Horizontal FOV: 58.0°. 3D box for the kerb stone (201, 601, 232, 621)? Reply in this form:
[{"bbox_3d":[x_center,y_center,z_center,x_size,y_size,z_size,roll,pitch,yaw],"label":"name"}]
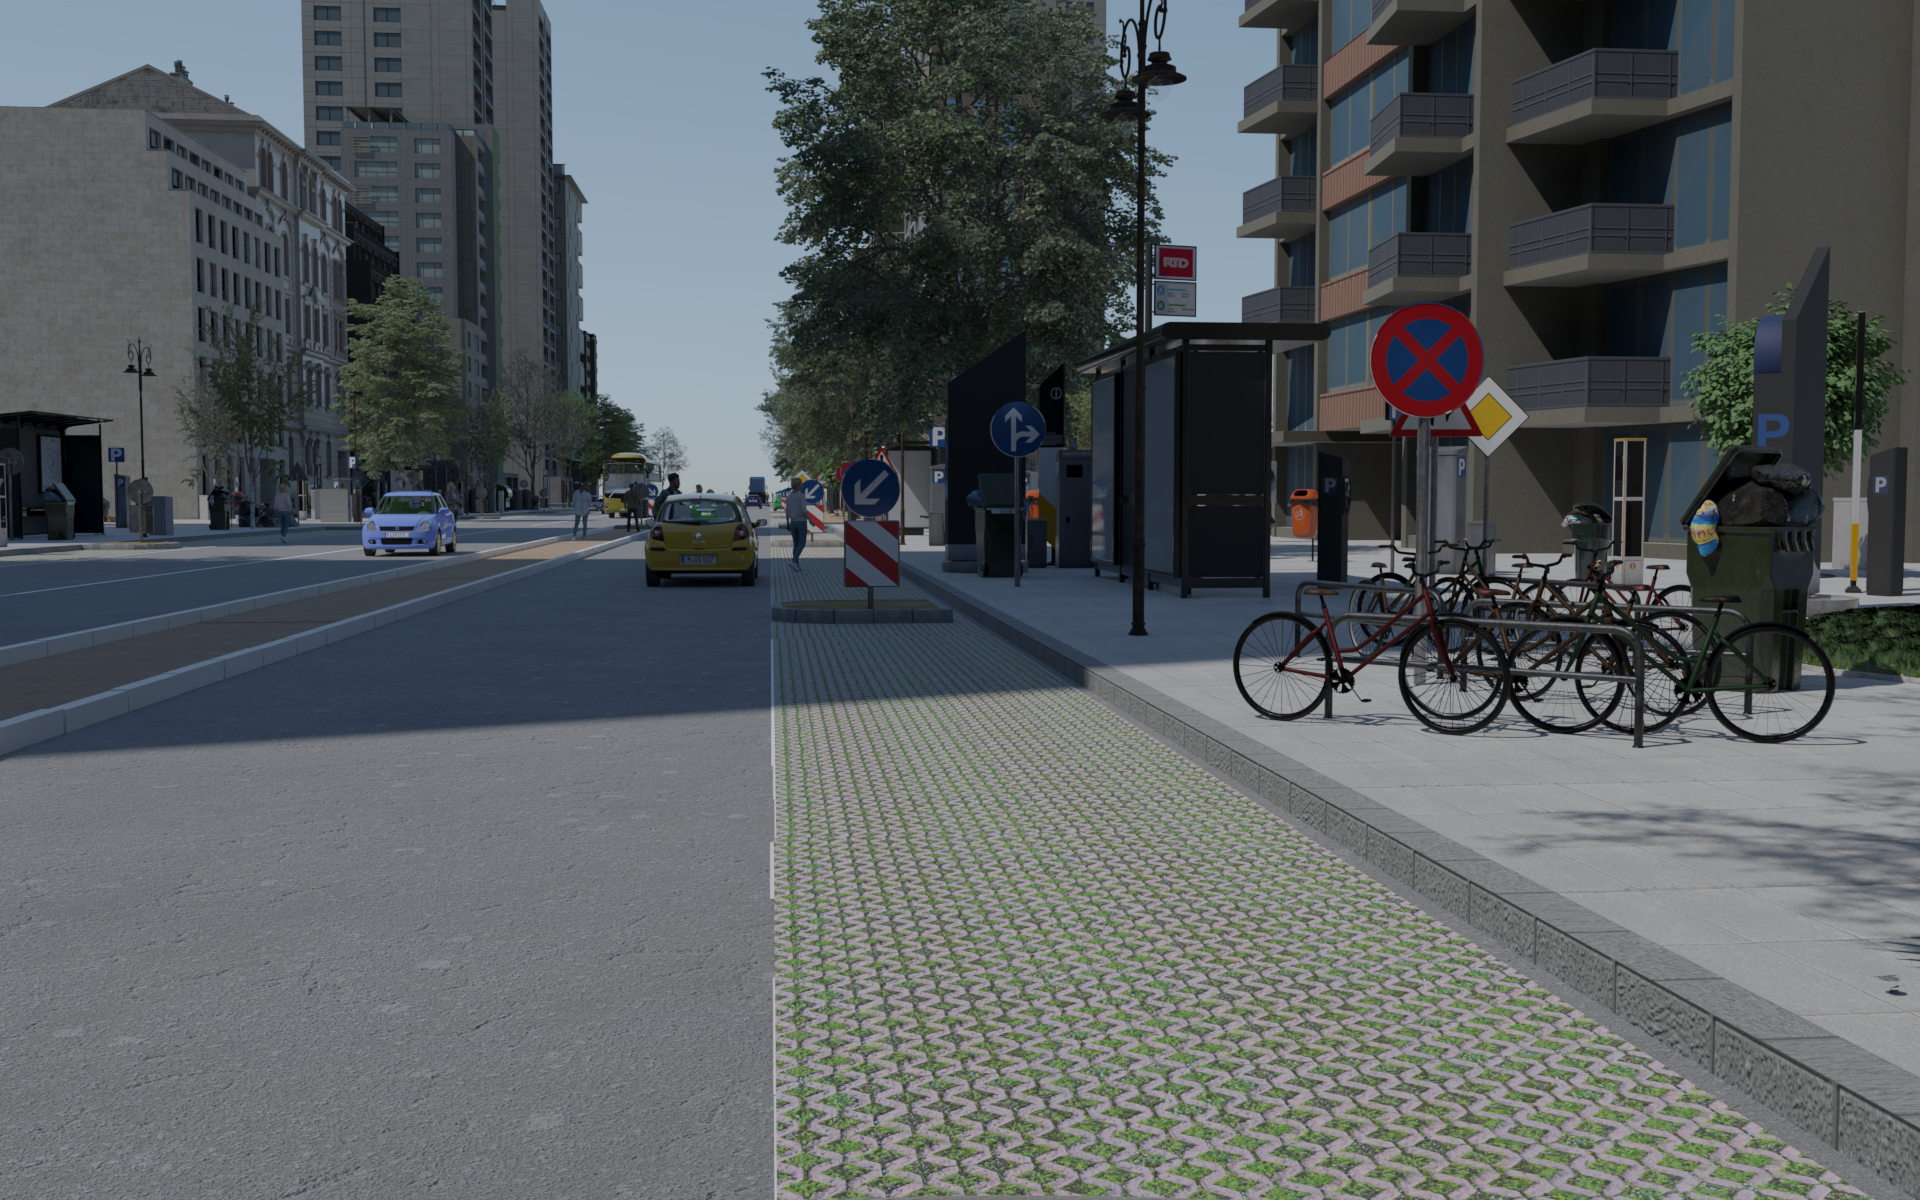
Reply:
[{"bbox_3d":[-8.561,0.152,19.772,0.120,0.150,1.000,0,4,-6],"label":"kerb stone"}]

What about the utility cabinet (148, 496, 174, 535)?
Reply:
[{"bbox_3d":[-25.009,-2.633,54.209,1.020,1.237,0.306,3,4,37],"label":"utility cabinet"}]

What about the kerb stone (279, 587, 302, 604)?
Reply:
[{"bbox_3d":[-8.904,-0.039,22.825,0.120,0.150,1.000,0,4,-6],"label":"kerb stone"}]

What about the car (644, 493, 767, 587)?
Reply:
[{"bbox_3d":[-4.173,-1.107,28.329,2.015,1.641,3.980,0,4,-6],"label":"car"}]

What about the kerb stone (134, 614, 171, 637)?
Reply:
[{"bbox_3d":[-8.339,0.274,17.722,0.120,0.150,1.000,0,4,-6],"label":"kerb stone"}]

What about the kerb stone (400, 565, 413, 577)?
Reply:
[{"bbox_3d":[-9.674,-0.475,29.966,0.120,0.150,1.000,0,4,-6],"label":"kerb stone"}]

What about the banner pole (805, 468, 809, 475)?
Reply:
[{"bbox_3d":[-13.040,-9.667,148.064,0.401,3.779,0.863,-3,4,-39],"label":"banner pole"}]

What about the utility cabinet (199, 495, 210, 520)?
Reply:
[{"bbox_3d":[-37.652,-4.612,86.563,1.020,1.237,0.306,3,5,45],"label":"utility cabinet"}]

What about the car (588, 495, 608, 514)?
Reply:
[{"bbox_3d":[-26.146,-6.824,124.145,1.945,1.354,3.894,0,4,-4],"label":"car"}]

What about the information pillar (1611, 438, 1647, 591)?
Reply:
[{"bbox_3d":[8.851,-1.127,22.925,0.304,2.012,0.304,0,4,-6],"label":"information pillar"}]

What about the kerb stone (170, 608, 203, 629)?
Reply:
[{"bbox_3d":[-8.451,0.213,18.748,0.120,0.150,1.000,0,4,-6],"label":"kerb stone"}]

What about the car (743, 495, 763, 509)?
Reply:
[{"bbox_3d":[-20.107,-9.514,168.129,1.945,1.354,3.894,0,4,-8],"label":"car"}]

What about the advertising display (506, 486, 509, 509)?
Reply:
[{"bbox_3d":[-34.731,-7.797,132.696,0.123,1.923,0.974,-2,4,-27],"label":"advertising display"}]

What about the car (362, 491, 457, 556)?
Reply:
[{"bbox_3d":[-13.068,-1.932,41.185,1.945,1.707,3.694,0,4,-8],"label":"car"}]

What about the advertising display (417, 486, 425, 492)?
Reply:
[{"bbox_3d":[-46.857,-8.860,150.069,0.974,1.923,0.123,-2,4,-35],"label":"advertising display"}]

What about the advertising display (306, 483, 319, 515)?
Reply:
[{"bbox_3d":[-39.502,-6.144,105.662,0.123,1.923,0.974,1,4,20],"label":"advertising display"}]

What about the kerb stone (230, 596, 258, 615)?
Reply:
[{"bbox_3d":[-8.675,0.086,20.793,0.120,0.150,1.000,0,4,-6],"label":"kerb stone"}]

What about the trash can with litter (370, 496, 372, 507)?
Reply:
[{"bbox_3d":[-42.034,-6.974,125.084,2.233,1.210,1.678,1,4,14],"label":"trash can with litter"}]

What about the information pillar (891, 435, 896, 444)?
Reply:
[{"bbox_3d":[-2.461,-4.483,64.653,0.183,3.616,0.504,1,4,16],"label":"information pillar"}]

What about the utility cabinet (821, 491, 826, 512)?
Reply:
[{"bbox_3d":[-9.625,-6.931,122.005,0.318,1.500,1.173,-1,4,-9],"label":"utility cabinet"}]

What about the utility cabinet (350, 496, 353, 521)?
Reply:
[{"bbox_3d":[-29.030,-4.348,82.250,0.306,1.237,1.020,-1,4,-15],"label":"utility cabinet"}]

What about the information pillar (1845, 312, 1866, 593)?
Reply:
[{"bbox_3d":[11.673,-1.907,22.532,0.183,3.616,0.504,2,4,26],"label":"information pillar"}]

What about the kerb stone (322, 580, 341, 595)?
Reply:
[{"bbox_3d":[-9.115,-0.163,24.862,0.120,0.150,1.000,0,4,-6],"label":"kerb stone"}]

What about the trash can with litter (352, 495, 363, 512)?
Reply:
[{"bbox_3d":[-36.241,-5.621,102.956,1.678,1.210,2.233,-1,4,-12],"label":"trash can with litter"}]

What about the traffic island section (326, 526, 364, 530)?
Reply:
[{"bbox_3d":[-24.131,-2.901,69.712,2.009,0.180,2.903,0,4,-6],"label":"traffic island section"}]

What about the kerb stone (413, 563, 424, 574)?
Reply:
[{"bbox_3d":[-9.791,-0.537,30.983,0.120,0.150,1.000,0,4,-6],"label":"kerb stone"}]

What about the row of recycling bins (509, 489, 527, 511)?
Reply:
[{"bbox_3d":[-35.879,-7.853,135.512,3.534,1.692,1.069,1,4,20],"label":"row of recycling bins"}]

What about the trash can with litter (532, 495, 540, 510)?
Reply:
[{"bbox_3d":[-35.556,-8.151,144.655,0.624,1.170,1.055,-1,4,-19],"label":"trash can with litter"}]

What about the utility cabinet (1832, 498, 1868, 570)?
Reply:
[{"bbox_3d":[15.317,-1.121,29.488,0.306,1.237,1.020,-1,4,-9],"label":"utility cabinet"}]

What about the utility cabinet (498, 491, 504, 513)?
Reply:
[{"bbox_3d":[-31.302,-6.691,118.083,0.318,1.500,1.173,-1,4,-13],"label":"utility cabinet"}]

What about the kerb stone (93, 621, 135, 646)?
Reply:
[{"bbox_3d":[-8.226,0.336,16.705,0.120,0.150,1.000,0,4,-6],"label":"kerb stone"}]

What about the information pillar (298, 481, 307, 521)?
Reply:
[{"bbox_3d":[-31.858,-4.854,83.861,0.304,2.012,0.304,0,4,5],"label":"information pillar"}]

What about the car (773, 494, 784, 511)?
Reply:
[{"bbox_3d":[-14.552,-8.246,143.614,1.959,1.807,4.718,0,4,-5],"label":"car"}]

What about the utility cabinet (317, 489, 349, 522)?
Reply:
[{"bbox_3d":[-28.312,-4.262,78.363,1.173,1.500,0.318,-1,4,-17],"label":"utility cabinet"}]

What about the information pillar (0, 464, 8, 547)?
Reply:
[{"bbox_3d":[-23.184,-2.275,41.688,0.304,2.012,0.304,0,4,1],"label":"information pillar"}]

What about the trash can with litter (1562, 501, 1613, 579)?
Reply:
[{"bbox_3d":[9.647,-0.905,26.182,1.055,1.170,0.624,-3,4,-36],"label":"trash can with litter"}]

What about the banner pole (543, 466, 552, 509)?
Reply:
[{"bbox_3d":[-36.150,-9.886,151.654,0.863,3.779,0.401,-3,5,-40],"label":"banner pole"}]

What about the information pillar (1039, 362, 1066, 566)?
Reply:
[{"bbox_3d":[1.656,-2.417,30.879,0.504,3.616,0.183,1,4,22],"label":"information pillar"}]

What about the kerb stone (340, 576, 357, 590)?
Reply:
[{"bbox_3d":[-9.232,-0.225,25.880,0.120,0.150,1.000,0,4,-6],"label":"kerb stone"}]

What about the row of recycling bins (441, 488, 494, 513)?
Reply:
[{"bbox_3d":[-32.884,-6.639,115.658,3.534,1.692,1.069,-3,4,-38],"label":"row of recycling bins"}]

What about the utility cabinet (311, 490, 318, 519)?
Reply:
[{"bbox_3d":[-32.641,-4.835,87.731,0.318,1.500,1.173,-2,4,-29],"label":"utility cabinet"}]

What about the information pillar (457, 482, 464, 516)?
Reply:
[{"bbox_3d":[-29.683,-6.017,102.869,0.304,2.012,0.304,0,4,-3],"label":"information pillar"}]

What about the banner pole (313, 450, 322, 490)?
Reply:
[{"bbox_3d":[-36.905,-6.694,99.467,0.401,3.779,0.863,1,4,17],"label":"banner pole"}]

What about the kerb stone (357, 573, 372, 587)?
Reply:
[{"bbox_3d":[-9.347,-0.285,26.896,0.120,0.150,1.000,0,4,-6],"label":"kerb stone"}]

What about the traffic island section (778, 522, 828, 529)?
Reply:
[{"bbox_3d":[-6.494,-3.018,71.629,2.009,0.180,2.903,0,4,-6],"label":"traffic island section"}]

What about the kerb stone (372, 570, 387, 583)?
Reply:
[{"bbox_3d":[-9.449,-0.350,27.914,0.120,0.150,1.000,0,4,-6],"label":"kerb stone"}]

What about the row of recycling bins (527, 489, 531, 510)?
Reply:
[{"bbox_3d":[-35.831,-8.059,138.870,1.069,1.692,3.534,2,4,29],"label":"row of recycling bins"}]

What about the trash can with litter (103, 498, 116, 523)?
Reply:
[{"bbox_3d":[-38.387,-4.074,78.004,1.055,1.170,0.624,1,4,18],"label":"trash can with litter"}]

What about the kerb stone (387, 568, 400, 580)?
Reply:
[{"bbox_3d":[-9.569,-0.410,28.940,0.120,0.150,1.000,0,4,-6],"label":"kerb stone"}]

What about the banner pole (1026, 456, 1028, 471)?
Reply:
[{"bbox_3d":[2.840,-5.586,81.346,0.863,3.779,0.401,-2,4,-23],"label":"banner pole"}]

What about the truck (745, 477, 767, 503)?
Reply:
[{"bbox_3d":[-30.868,-16.638,261.793,2.967,4.110,18.799,0,4,-4],"label":"truck"}]

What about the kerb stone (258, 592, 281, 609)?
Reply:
[{"bbox_3d":[-8.784,0.024,21.809,0.120,0.150,1.000,0,4,-6],"label":"kerb stone"}]

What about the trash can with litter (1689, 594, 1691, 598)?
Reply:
[{"bbox_3d":[9.842,-0.638,21.486,1.678,1.210,2.233,0,4,-1],"label":"trash can with litter"}]

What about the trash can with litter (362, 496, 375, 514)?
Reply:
[{"bbox_3d":[-38.155,-6.153,111.992,0.624,1.170,1.055,3,5,40],"label":"trash can with litter"}]

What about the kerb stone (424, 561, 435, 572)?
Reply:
[{"bbox_3d":[-9.906,-0.600,32.002,0.120,0.150,1.000,0,4,-6],"label":"kerb stone"}]

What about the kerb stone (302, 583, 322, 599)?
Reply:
[{"bbox_3d":[-9.010,-0.101,23.842,0.120,0.150,1.000,0,4,-6],"label":"kerb stone"}]
